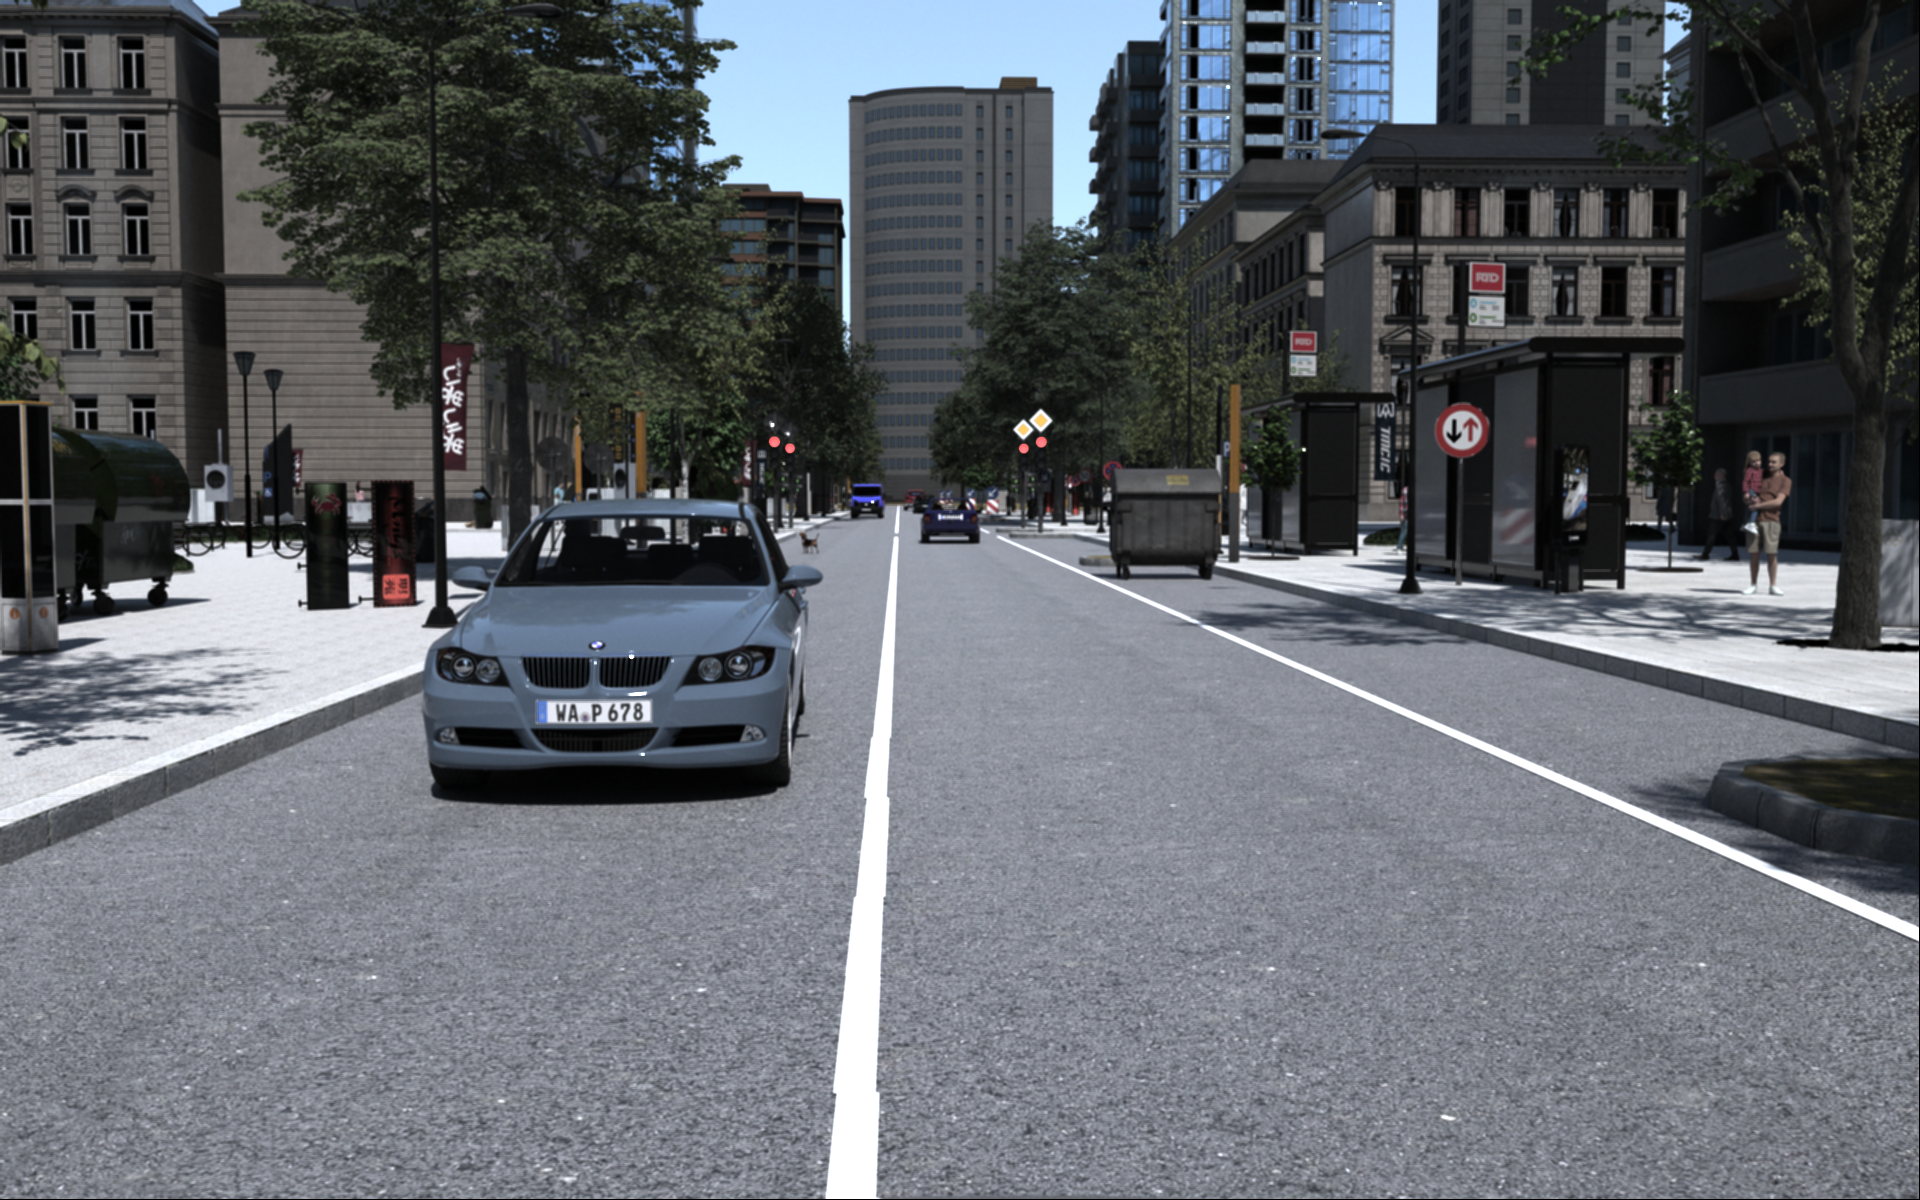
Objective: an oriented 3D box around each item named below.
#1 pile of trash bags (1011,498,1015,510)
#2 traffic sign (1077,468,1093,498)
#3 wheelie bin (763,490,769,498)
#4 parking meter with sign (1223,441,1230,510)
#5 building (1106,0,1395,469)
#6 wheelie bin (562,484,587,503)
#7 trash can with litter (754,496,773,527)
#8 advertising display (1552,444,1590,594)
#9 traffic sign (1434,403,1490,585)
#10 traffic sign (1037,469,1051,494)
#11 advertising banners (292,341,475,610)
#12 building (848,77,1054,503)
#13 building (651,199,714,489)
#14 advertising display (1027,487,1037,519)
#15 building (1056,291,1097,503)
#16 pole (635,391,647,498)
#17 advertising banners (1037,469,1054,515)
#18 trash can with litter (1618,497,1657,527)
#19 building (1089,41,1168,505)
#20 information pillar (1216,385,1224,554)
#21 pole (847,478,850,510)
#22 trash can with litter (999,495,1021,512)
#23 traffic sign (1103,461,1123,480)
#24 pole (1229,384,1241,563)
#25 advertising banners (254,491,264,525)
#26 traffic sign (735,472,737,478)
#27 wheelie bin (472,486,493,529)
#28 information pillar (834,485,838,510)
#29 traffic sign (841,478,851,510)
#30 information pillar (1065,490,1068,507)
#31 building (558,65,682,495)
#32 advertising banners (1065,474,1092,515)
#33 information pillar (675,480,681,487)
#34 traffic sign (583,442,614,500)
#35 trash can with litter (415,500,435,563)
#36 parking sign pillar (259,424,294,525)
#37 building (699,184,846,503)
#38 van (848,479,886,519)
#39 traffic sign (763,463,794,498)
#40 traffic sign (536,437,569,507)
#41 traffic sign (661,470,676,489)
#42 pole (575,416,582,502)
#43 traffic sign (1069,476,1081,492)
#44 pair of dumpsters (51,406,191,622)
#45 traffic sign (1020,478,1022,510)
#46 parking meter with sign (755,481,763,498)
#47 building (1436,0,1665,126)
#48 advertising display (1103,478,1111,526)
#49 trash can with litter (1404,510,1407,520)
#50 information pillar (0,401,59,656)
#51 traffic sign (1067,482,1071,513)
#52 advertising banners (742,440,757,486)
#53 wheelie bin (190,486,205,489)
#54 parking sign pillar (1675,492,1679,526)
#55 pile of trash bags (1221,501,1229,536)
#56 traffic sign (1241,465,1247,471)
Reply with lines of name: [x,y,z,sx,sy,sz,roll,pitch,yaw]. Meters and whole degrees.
pile of trash bags: [3.370,-7.691,135.505,1.912,1.369,3.447,1,4,10]
traffic sign: [6.097,-5.172,84.669,0.768,2.556,0.104,0,4,1]
wheelie bin: [-12.676,-6.353,111.785,0.693,1.594,0.980,0,4,1]
parking meter with sign: [8.042,-3.689,56.569,1.738,3.016,0.543,-1,4,-23]
building: [26.310,-51.548,155.488,22.319,86.520,31.000,0,4,-2]
wheelie bin: [-12.251,-2.893,55.213,0.693,1.594,0.980,-3,5,-42]
trash can with litter: [-7.891,-3.486,68.052,1.678,1.210,2.233,2,4,33]
advertising display: [7.931,-1.056,22.484,0.123,1.923,0.974,3,5,39]
traffic sign: [7.008,-1.477,24.260,0.768,2.556,0.104,0,4,2]
traffic sign: [4.040,-5.169,84.621,0.768,2.556,0.104,0,4,0]
advertising banners: [-6.452,-1.432,19.600,2.074,3.025,0.090,-3,4,-39]
building: [-1.617,-43.164,247.736,28.212,58.520,21.231,0,4,-2]
building: [-32.019,-24.418,170.940,14.160,30.474,14.107,0,4,-2]
advertising display: [3.725,-5.146,89.354,0.123,1.923,0.974,-2,4,-24]
building: [20.217,-28.944,244.935,14.107,30.474,14.160,0,4,-2]
pole: [-6.352,-2.487,34.507,0.158,3.312,0.155,0,3,0]
advertising banners: [5.797,-6.766,106.812,2.074,3.025,0.090,0,4,-5]
trash can with litter: [26.256,-3.474,67.860,1.678,1.210,2.233,-2,4,-30]
building: [25.827,-34.722,187.305,23.786,49.044,30.456,0,4,-2]
information pillar: [5.527,-2.787,36.925,0.183,3.616,0.504,1,4,13]
pole: [-8.778,-8.721,136.433,0.158,3.312,0.155,0,3,0]
trash can with litter: [3.310,-7.012,125.695,2.233,1.210,1.678,2,4,34]
traffic sign: [5.868,-4.059,66.463,0.768,2.556,0.104,0,4,1]
pole: [5.133,-2.355,32.350,0.158,3.312,0.155,0,3,0]
advertising banners: [-26.533,-4.362,67.509,2.074,3.025,0.090,1,4,9]
traffic sign: [-11.231,-5.148,84.273,0.768,2.556,0.104,0,4,6]
wheelie bin: [-17.682,-3.436,64.089,0.693,1.594,0.980,-1,4,-23]
information pillar: [-9.825,-8.047,136.062,0.304,2.012,0.304,-3,5,-44]
traffic sign: [-9.106,-8.460,138.422,0.768,2.556,0.104,0,4,6]
information pillar: [6.458,-7.102,107.470,0.504,3.616,0.183,3,5,44]
building: [-40.066,-28.077,150.938,32.217,40.220,23.993,0,4,-2]
advertising banners: [7.133,-6.742,106.421,2.074,3.025,0.090,-1,4,-16]
information pillar: [-10.658,-3.708,65.112,0.304,2.012,0.304,-1,4,-16]
traffic sign: [-8.919,-2.611,42.789,0.768,2.556,0.104,0,4,1]
trash can with litter: [-10.234,-1.280,32.316,1.055,1.170,0.624,-1,4,-17]
parking sign pillar: [-26.017,-4.745,66.047,1.447,3.967,1.447,1,4,12]
building: [-30.929,-36.235,247.069,28.867,44.769,22.147,0,4,-2]
van: [-5.510,-6.054,103.368,2.240,2.365,5.245,0,4,-1]
traffic sign: [-11.687,-7.102,109.989,2.265,3.308,0.079,0,4,7]
traffic sign: [-9.047,-2.344,38.436,0.768,2.556,0.104,0,4,6]
traffic sign: [-11.049,-4.033,66.046,0.768,2.556,0.104,0,4,0]
pole: [-9.961,-3.143,45.234,0.158,3.312,0.155,0,3,0]
traffic sign: [7.163,-6.595,107.937,0.768,2.556,0.104,0,3,0]
pair of dumpsters: [-9.522,-0.933,17.748,1.574,2.255,4.437,0,4,-2]
traffic sign: [4.811,-8.407,137.552,0.768,2.556,0.104,0,4,-2]
parking meter with sign: [-11.557,-6.309,99.407,0.543,3.016,1.738,-1,4,-20]
building: [63.556,-46.146,192.737,20.611,71.187,20.563,0,4,-2]
advertising display: [6.143,-3.960,69.966,0.974,1.923,0.123,0,3,0]
trash can with litter: [8.800,-1.327,33.087,0.624,1.170,1.055,1,4,15]
information pillar: [-7.452,-0.570,13.816,0.304,2.012,0.304,1,4,15]
traffic sign: [7.394,-7.173,119.412,0.606,2.300,0.079,0,4,2]
advertising banners: [-7.513,-3.643,55.750,2.074,3.025,0.090,1,4,9]
wheelie bin: [-29.331,-3.590,66.609,0.980,1.594,0.693,0,4,-3]
parking sign pillar: [29.389,-4.934,69.145,1.447,3.967,1.447,3,5,42]
pile of trash bags: [6.787,-2.672,53.439,3.447,1.369,1.912,-2,4,-33]
traffic sign: [9.380,-3.387,55.483,0.768,2.556,0.104,0,4,-2]
